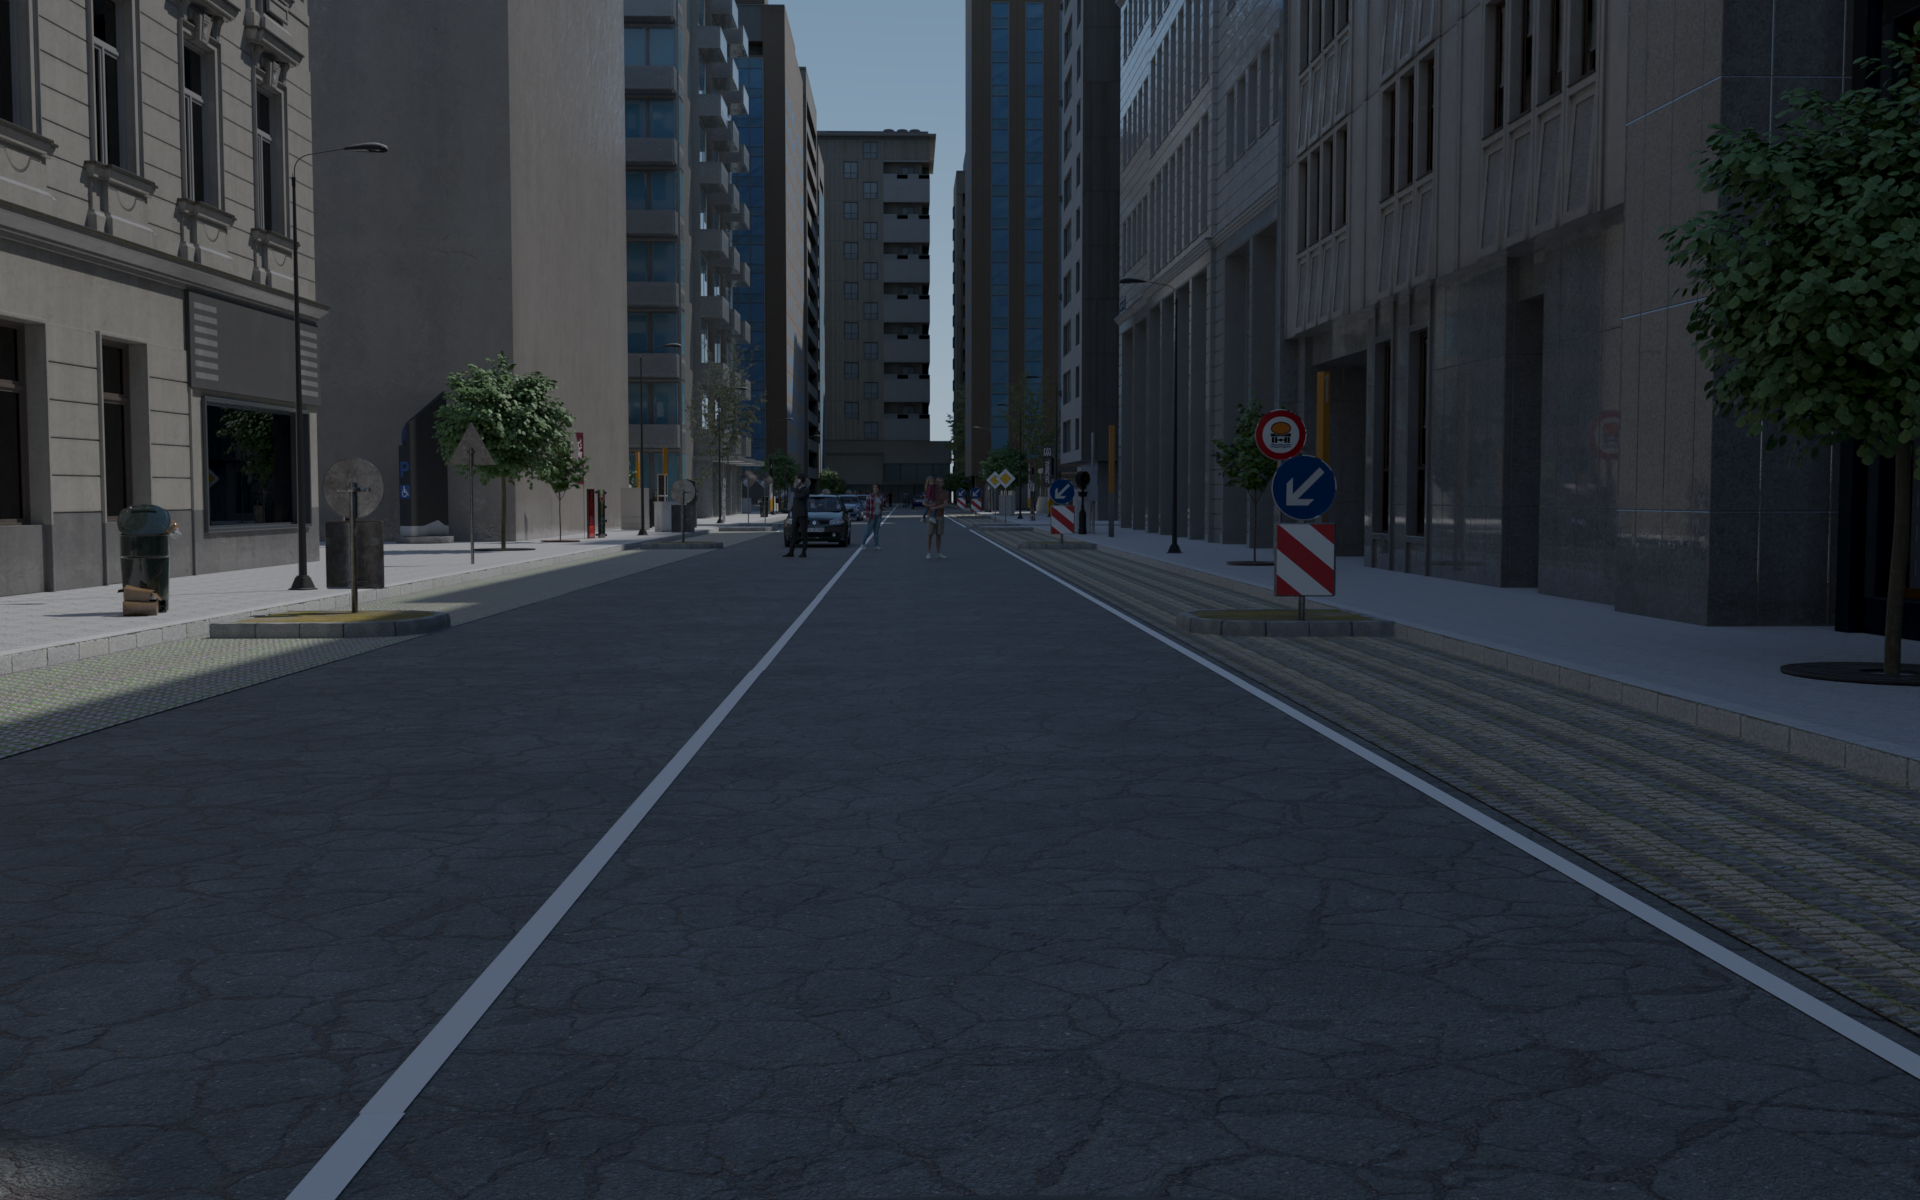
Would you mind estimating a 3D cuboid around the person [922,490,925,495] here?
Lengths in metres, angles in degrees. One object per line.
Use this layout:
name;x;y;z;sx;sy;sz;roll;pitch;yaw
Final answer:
person;-4.056;-10.862;185.955;0.599;1.838;0.709;0;4;1

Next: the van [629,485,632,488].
van;-15.345;-3.905;70.857;4.112;2.044;2.013;0;4;-3

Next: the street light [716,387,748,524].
street light;-9.918;-6.287;75.338;1.470;5.913;1.316;0;4;-2

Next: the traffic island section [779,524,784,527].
traffic island section;-8.527;-3.263;75.624;2.009;0.180;2.903;0;4;-2

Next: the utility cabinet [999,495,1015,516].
utility cabinet;2.754;-5.536;101.677;1.020;1.237;0.306;3;5;43

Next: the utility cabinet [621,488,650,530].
utility cabinet;-11.366;-3.176;60.612;1.173;1.500;0.318;3;5;39

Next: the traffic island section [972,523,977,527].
traffic island section;1.560;-3.281;75.928;2.009;0.180;2.903;0;4;-2

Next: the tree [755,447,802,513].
tree;-12.522;-8.310;119.575;4.285;4.588;4.351;0;3;0

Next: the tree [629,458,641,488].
tree;-15.338;-5.083;77.707;1.663;3.219;1.824;0;3;0

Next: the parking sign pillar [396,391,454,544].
parking sign pillar;-13.965;-3.462;45.076;1.447;3.967;1.447;2;4;29

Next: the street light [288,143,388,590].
street light;-8.263;-3.089;23.045;1.470;5.913;1.316;0;4;-2

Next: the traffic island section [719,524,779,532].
traffic island section;-8.282;-2.774;67.643;2.009;0.180;2.903;0;4;-2

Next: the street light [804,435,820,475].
street light;-11.725;-10.030;136.537;1.470;5.913;1.316;0;4;-2

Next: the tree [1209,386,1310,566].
tree;5.241;-2.250;31.388;1.663;3.219;1.824;0;3;0

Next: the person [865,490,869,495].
person;-8.906;-9.629;166.077;1.348;1.807;0.705;-2;4;-27

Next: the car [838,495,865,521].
car;-6.110;-4.963;93.148;2.014;1.417;4.499;0;4;0

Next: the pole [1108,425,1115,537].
pole;4.509;-3.528;51.529;0.158;3.312;0.155;0;3;0

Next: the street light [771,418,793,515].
street light;-10.902;-8.166;106.047;1.470;5.913;1.316;0;4;-2

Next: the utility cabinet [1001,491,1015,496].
utility cabinet;3.266;-6.664;117.643;0.318;1.500;1.173;-3;5;-39

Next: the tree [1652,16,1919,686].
tree;6.503;-1.733;12.053;4.285;4.588;4.351;0;3;0

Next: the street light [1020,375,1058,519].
street light;3.248;-5.830;67.864;1.470;5.913;1.316;0;4;-2

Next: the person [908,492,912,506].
person;-6.018;-12.169;208.259;0.742;1.727;0.445;2;4;27

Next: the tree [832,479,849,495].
tree;-15.224;-14.148;225.926;1.663;3.219;1.824;0;3;0

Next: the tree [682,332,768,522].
tree;-10.851;-7.890;79.370;4.360;8.622;3.978;0;3;0

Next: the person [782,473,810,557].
person;-3.685;-1.923;39.298;0.474;1.900;0.648;-3;5;-42

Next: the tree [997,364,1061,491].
tree;4.328;-9.080;98.816;4.737;8.622;4.395;0;3;0

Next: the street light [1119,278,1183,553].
street light;4.111;-3.965;37.375;1.470;5.913;1.316;0;4;-2

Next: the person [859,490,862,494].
person;-10.048;-10.106;173.672;0.705;1.831;1.348;2;4;27

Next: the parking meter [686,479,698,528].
parking meter;-10.178;-3.676;65.814;0.399;1.863;0.255;0;4;4

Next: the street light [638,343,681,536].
street light;-9.292;-4.953;53.529;1.470;5.913;1.316;0;4;-2

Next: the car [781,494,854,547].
car;-3.931;-2.340;48.044;2.009;1.686;4.222;0;4;-2

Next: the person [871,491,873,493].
person;-11.582;-13.370;227.089;0.705;1.826;1.348;0;4;-1

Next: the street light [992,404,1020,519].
street light;2.561;-7.124;89.025;1.470;5.913;1.316;0;4;-2

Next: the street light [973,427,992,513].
street light;1.584;-9.000;119.694;1.470;5.913;1.316;0;4;-2

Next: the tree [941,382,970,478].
tree;1.851;-14.639;157.467;7.486;12.596;7.792;0;3;0

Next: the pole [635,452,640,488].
pole;-15.541;-5.487;83.563;0.158;3.312;0.155;0;3;0

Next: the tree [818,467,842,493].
tree;-15.781;-13.670;207.225;4.285;4.588;4.351;0;3;0

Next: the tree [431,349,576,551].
tree;-10.407;-3.405;39.381;4.285;4.588;4.351;0;3;0

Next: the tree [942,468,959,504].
tree;0.670;-11.557;172.676;4.285;4.588;4.351;0;3;0

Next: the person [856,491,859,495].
person;-9.435;-9.267;160.739;0.721;1.735;1.217;2;4;30

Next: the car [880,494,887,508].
car;-8.618;-10.482;180.423;2.155;1.783;4.494;0;4;-1

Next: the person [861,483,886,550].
person;-2.228;-2.162;44.680;0.563;1.720;0.643;-3;5;-41

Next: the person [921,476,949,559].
person;-0.580;-1.830;38.401;0.573;1.828;0.580;2;4;34

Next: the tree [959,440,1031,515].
tree;2.897;-7.861;112.248;4.285;4.588;4.351;0;3;0

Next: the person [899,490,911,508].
person;-5.673;-10.415;178.865;1.350;1.814;0.705;0;4;-1

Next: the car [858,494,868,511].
car;-7.182;-7.126;128.520;2.014;1.417;4.499;0;4;0

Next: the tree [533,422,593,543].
tree;-10.541;-3.152;46.133;1.663;3.219;1.824;0;3;0

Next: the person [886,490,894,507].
person;-7.700;-11.160;190.930;1.348;1.831;0.705;3;5;39

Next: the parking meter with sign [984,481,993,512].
parking meter with sign;1.976;-7.704;122.224;0.543;3.016;1.738;-1;4;-12

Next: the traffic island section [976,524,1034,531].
traffic island section;1.805;-2.793;67.947;2.009;0.180;2.903;0;4;-2

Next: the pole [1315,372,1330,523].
pole;6.067;-2.150;28.989;0.158;3.312;0.155;0;3;0

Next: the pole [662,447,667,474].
pole;-12.906;-5.012;75.785;0.158;3.312;0.155;0;3;0
